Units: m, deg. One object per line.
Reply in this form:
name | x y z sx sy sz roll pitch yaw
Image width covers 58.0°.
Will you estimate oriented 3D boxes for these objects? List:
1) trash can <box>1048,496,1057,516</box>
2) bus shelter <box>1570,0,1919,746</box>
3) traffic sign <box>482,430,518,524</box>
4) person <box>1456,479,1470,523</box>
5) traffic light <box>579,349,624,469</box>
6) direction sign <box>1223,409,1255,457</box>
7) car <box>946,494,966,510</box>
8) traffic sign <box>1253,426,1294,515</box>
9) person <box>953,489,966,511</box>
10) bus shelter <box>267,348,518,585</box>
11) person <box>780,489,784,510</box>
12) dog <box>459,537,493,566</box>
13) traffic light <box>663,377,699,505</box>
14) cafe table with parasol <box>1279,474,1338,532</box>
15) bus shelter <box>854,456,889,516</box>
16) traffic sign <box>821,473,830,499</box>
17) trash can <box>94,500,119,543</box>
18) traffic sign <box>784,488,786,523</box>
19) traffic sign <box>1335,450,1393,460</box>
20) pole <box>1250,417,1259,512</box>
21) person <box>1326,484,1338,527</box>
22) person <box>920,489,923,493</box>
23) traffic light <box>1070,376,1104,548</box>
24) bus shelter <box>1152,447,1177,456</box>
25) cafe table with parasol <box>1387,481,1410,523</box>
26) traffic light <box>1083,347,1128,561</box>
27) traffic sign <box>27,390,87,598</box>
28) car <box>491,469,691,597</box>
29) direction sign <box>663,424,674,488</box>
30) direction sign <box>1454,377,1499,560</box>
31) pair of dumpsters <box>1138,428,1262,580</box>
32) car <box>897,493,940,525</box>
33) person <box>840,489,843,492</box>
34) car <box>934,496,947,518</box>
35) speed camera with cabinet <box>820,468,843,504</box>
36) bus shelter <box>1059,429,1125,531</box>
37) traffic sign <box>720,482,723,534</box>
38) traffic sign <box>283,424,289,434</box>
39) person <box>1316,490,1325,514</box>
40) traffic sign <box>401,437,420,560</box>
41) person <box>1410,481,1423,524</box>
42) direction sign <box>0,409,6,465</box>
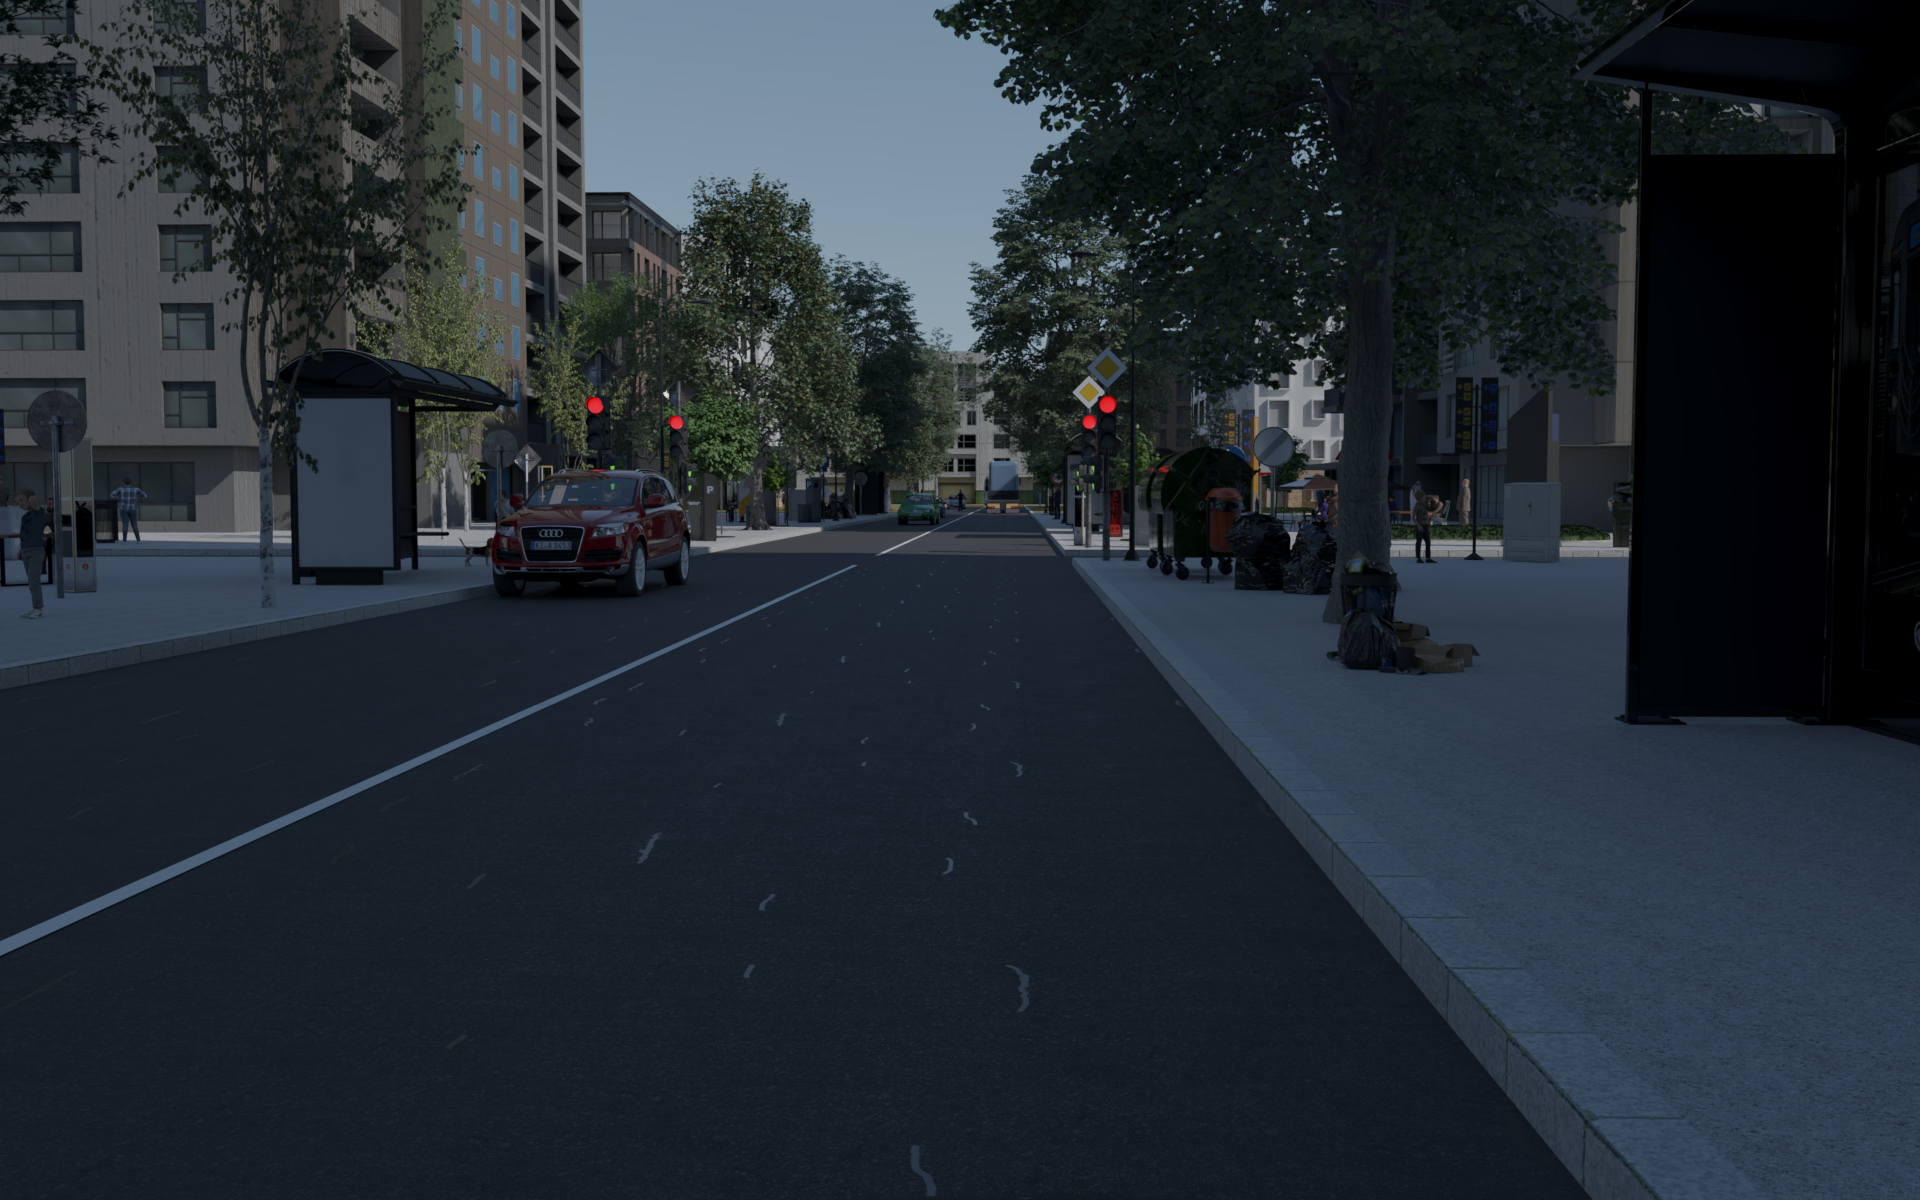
trash can | 5.620 -5.626 103.636 0.748 1.137 0.748 0 3 0
bus shelter | 4.128 -0.936 6.579 1.731 3.624 6.357 0 4 2
traffic sign | -9.103 -2.088 34.238 0.768 2.556 0.104 1 4 11
person | 16.077 -2.981 55.329 0.434 1.755 0.990 1 4 21
traffic light | -6.962 -2.728 33.531 0.839 4.253 0.868 0 4 2
direction sign | 7.445 -3.321 46.299 0.876 3.537 0.379 -1 4 -9
car | -0.360 -9.155 161.686 2.014 1.417 4.499 0 4 1
traffic sign | 5.915 -1.998 32.771 0.768 2.556 0.104 1 4 8
person | 0.020 -8.332 144.756 1.348 1.821 0.705 -2 4 -35
bus shelter | -8.608 -2.013 26.837 2.014 3.302 5.546 0 4 2
person | -14.118 -8.135 139.835 0.721 1.735 1.217 3 5 43
dog | -8.594 -0.860 30.898 0.406 0.507 0.540 3 4 36
traffic light | -6.713 -3.217 41.512 0.839 4.253 0.868 0 4 2
cafe table with parasol | 12.062 -3.292 58.682 2.610 1.966 2.610 3 5 41
bus shelter | -5.370 -7.061 106.728 1.731 3.624 6.357 0 4 2
traffic sign | -8.613 -6.644 108.636 0.884 2.594 0.081 0 4 2
trash can | -22.356 -2.058 45.305 0.748 1.137 0.748 0 3 0
traffic sign | -7.635 -4.616 75.585 0.768 2.556 0.104 0 4 3
traffic sign | 6.319 -1.658 27.118 0.884 2.594 0.081 1 4 11
pole | 7.762 -3.172 45.707 0.158 3.312 0.155 0 3 0
person | 10.230 -2.392 47.427 0.388 1.546 0.482 -1 4 -10
person | -3.625 -9.672 164.863 1.217 1.739 0.721 1 4 17
traffic light | 3.044 -3.199 41.225 0.839 4.253 0.868 0 4 2
bus shelter | 8.730 -5.110 77.476 2.014 3.302 5.546 0 4 2
cafe table with parasol | 15.938 -3.768 66.467 2.610 1.966 2.610 0 4 8
traffic light | 2.795 -2.711 33.244 0.839 4.253 0.868 0 4 2
traffic sign | -11.065 -1.292 21.232 0.768 2.556 0.104 0 4 5
car | -5.402 -1.054 25.909 2.281 1.827 5.304 0 4 2
direction sign | -9.206 -3.888 55.571 0.876 3.537 0.379 1 4 14
direction sign | 10.014 -2.547 33.636 0.876 3.537 0.379 -1 4 -10
pair of dumpsters | 3.781 -1.541 27.691 1.574 2.255 4.437 0 4 2
car | -1.934 -4.463 81.771 1.959 1.807 4.718 0 4 3
person | -12.659 -10.916 184.449 0.705 1.831 1.348 1 4 20
car | -1.764 -5.614 104.372 1.945 1.354 3.894 0 4 2
speed camera with cabinet | -8.707 -7.430 115.817 2.038 3.252 0.660 3 5 42
bus shelter | 4.339 -3.859 57.019 2.014 3.302 5.546 0 4 2
traffic sign | -7.575 -3.362 54.974 0.884 2.594 0.081 0 4 4
traffic sign | -10.342 -1.670 27.410 0.768 2.556 0.104 0 4 4
person | 16.558 -4.435 79.468 0.530 1.710 0.541 0 4 -5
traffic sign | -10.933 -2.066 33.883 0.768 2.556 0.104 0 4 5
person | 16.222 -3.350 61.491 0.551 1.740 0.621 2 4 28
direction sign | -25.804 -3.303 45.998 0.876 3.537 0.379 0 4 -5
